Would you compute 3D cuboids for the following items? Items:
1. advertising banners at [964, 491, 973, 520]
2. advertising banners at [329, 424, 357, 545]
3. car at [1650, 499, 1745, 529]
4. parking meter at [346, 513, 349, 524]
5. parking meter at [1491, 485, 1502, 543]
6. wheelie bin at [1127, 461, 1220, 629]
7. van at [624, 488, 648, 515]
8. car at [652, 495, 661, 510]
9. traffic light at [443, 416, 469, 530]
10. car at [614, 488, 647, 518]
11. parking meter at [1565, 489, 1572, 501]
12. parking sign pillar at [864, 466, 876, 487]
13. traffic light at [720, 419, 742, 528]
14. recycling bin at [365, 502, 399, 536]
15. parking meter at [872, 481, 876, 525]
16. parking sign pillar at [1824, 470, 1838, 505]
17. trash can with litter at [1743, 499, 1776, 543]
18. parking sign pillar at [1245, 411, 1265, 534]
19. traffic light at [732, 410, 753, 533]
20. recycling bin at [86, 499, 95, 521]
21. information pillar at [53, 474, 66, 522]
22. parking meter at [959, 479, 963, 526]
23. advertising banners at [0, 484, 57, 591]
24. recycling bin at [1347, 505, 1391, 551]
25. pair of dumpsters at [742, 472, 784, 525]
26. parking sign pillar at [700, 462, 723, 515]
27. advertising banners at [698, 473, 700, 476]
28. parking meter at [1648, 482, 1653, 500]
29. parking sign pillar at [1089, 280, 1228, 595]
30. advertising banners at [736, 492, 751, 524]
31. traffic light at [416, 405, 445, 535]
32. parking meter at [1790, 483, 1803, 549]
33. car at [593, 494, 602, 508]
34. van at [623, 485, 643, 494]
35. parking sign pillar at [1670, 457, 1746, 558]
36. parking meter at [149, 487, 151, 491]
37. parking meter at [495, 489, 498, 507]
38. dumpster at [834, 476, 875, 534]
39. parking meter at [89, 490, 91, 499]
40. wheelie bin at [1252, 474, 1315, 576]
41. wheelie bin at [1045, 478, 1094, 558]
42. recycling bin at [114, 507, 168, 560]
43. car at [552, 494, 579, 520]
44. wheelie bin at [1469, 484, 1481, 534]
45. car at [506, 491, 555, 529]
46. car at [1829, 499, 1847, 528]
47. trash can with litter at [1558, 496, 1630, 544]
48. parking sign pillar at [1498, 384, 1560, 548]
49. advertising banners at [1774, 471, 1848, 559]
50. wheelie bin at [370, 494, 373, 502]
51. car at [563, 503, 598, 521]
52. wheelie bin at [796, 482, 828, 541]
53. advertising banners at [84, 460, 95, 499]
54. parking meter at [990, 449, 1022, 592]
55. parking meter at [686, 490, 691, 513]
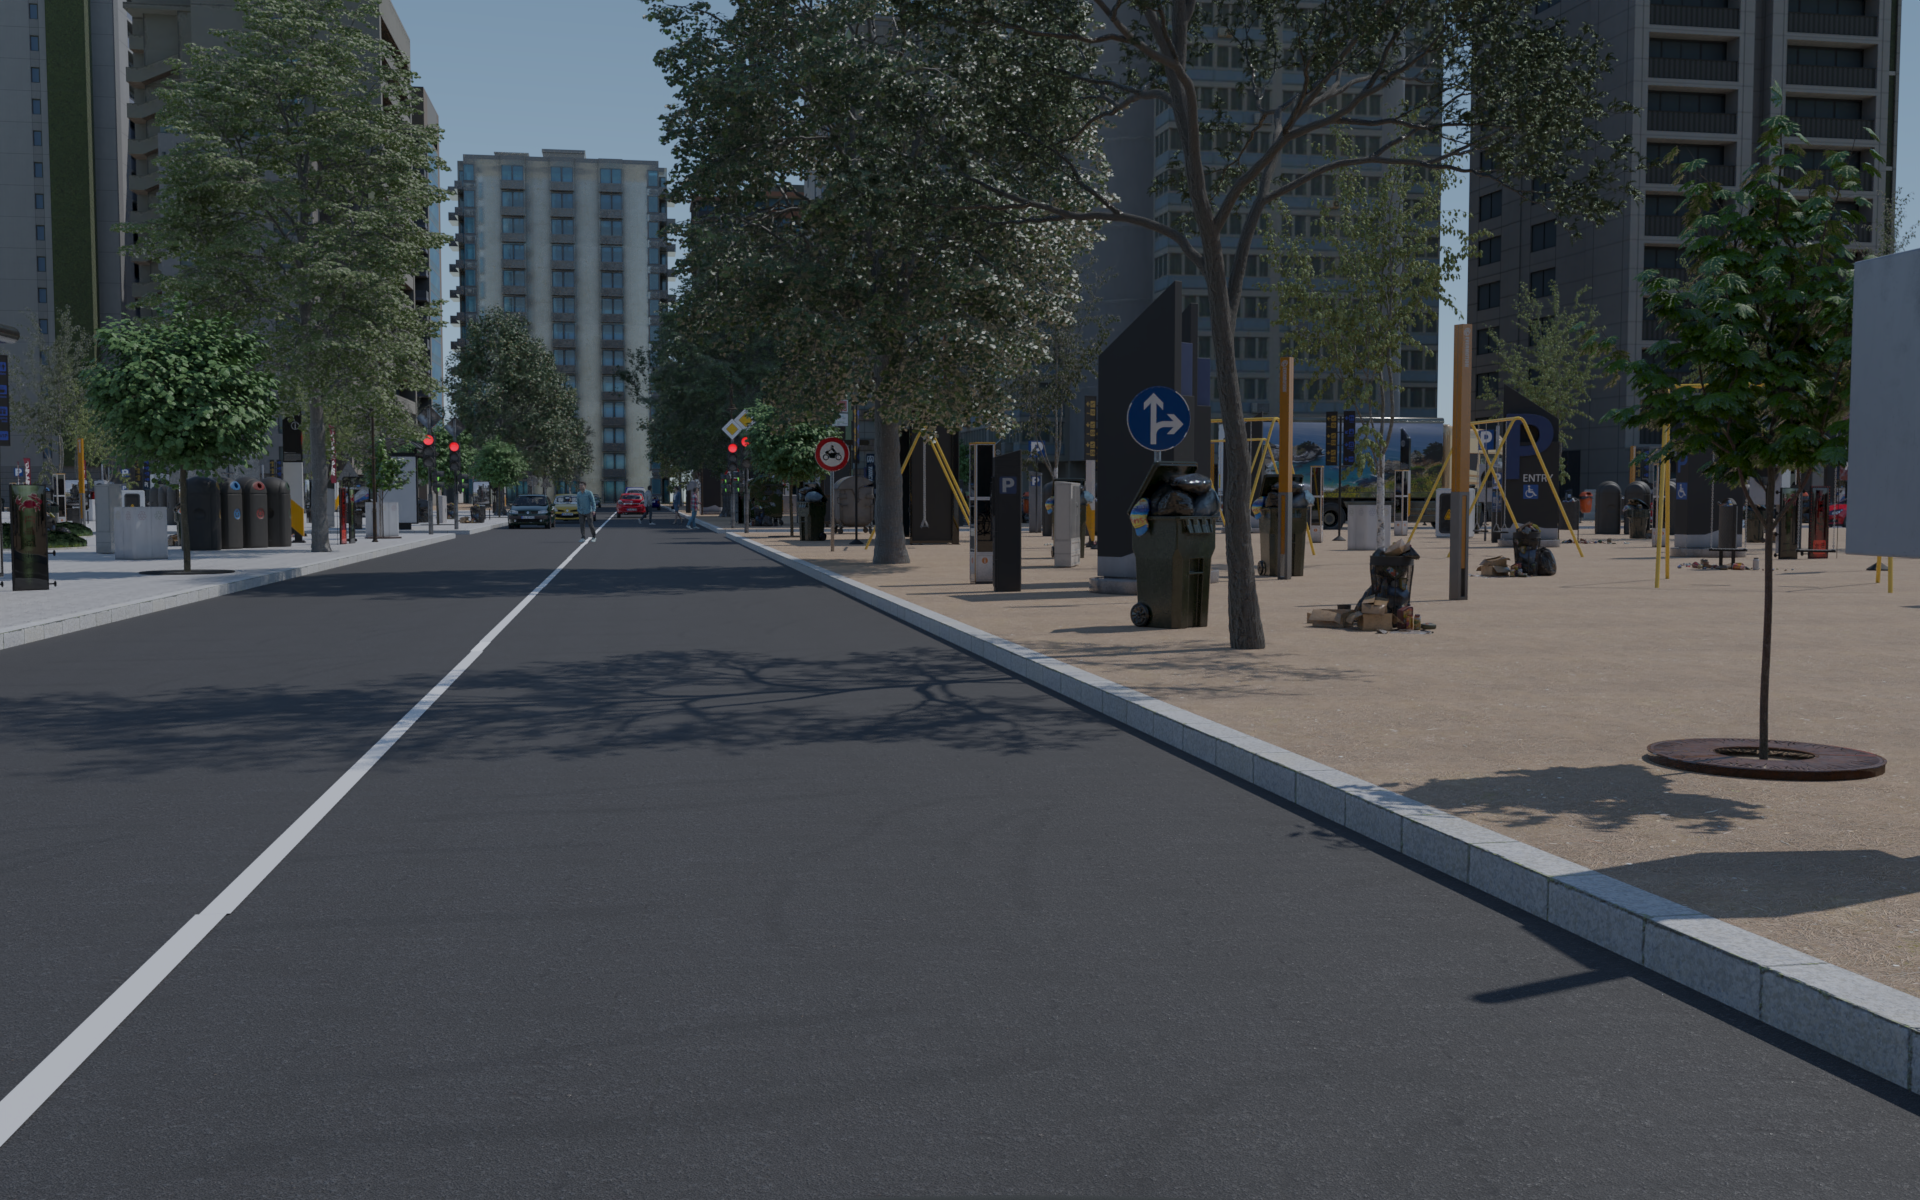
[{"bbox_3d":[-0.244,-5.376,84.084,2.074,3.025,0.090,-2,4,-25],"label":"advertising banners"},{"bbox_3d":[-15.734,-2.932,44.131,0.090,3.025,2.074,0,4,-3],"label":"advertising banners"},{"bbox_3d":[28.697,-3.548,67.045,4.494,1.783,2.155,-1,4,-12],"label":"car"},{"bbox_3d":[-26.736,-4.097,75.402,0.372,1.533,0.369,0,3,0],"label":"parking meter"},{"bbox_3d":[14.180,-2.271,45.537,0.372,1.533,0.369,0,3,0],"label":"parking meter"},{"bbox_3d":[2.097,-0.540,16.744,0.980,1.594,0.693,-3,5,-43],"label":"wheelie bin"},{"bbox_3d":[-22.496,-6.934,120.378,2.013,2.044,4.112,-1,4,-10],"label":"van"},{"bbox_3d":[-27.377,-8.599,153.166,1.945,1.354,3.894,-1,4,-11],"label":"car"},{"bbox_3d":[-18.228,-4.509,62.641,0.839,4.253,0.868,-1,4,-11],"label":"traffic light"},{"bbox_3d":[-19.962,-5.887,105.284,2.155,1.783,4.494,-1,4,-11],"label":"car"},{"bbox_3d":[30.862,-4.861,87.882,0.372,1.533,0.369,0,3,0],"label":"parking meter"},{"bbox_3d":[-6.361,-8.256,123.464,1.447,3.967,1.447,-2,4,-30],"label":"parking sign pillar"},{"bbox_3d":[-8.490,-4.621,64.481,0.839,4.253,0.868,-1,4,-11],"label":"traffic light"},{"bbox_3d":[-17.577,-2.454,52.670,0.722,1.027,0.722,3,4,38],"label":"recycling bin"},{"bbox_3d":[-3.468,-4.069,72.232,0.399,1.863,0.255,1,4,15],"label":"parking meter"},{"bbox_3d":[40.908,-5.684,81.400,1.447,3.967,1.447,1,4,20],"label":"parking sign pillar"},{"bbox_3d":[21.138,-2.091,45.567,1.055,1.170,0.624,0,4,3],"label":"trash can with litter"},{"bbox_3d":[9.305,-4.178,56.788,1.447,3.967,1.447,2,4,24],"label":"parking sign pillar"},{"bbox_3d":[-7.015,-4.141,56.632,0.839,4.253,0.868,-1,4,-11],"label":"traffic light"},{"bbox_3d":[-41.036,-4.228,81.686,0.722,1.027,0.722,0,4,8],"label":"recycling bin"},{"bbox_3d":[-32.539,-3.553,62.585,0.304,2.012,0.304,3,4,36],"label":"information pillar"},{"bbox_3d":[-0.080,-3.883,69.192,0.255,1.863,0.399,3,5,41],"label":"parking meter"},{"bbox_3d":[-12.825,-1.603,22.389,0.090,3.025,2.074,3,5,41],"label":"advertising banners"},{"bbox_3d":[9.368,-1.658,39.663,0.722,1.027,0.722,-1,4,-23],"label":"recycling bin"},{"bbox_3d":[-8.193,-4.281,72.490,1.574,2.255,4.437,-1,4,-11],"label":"pair of dumpsters"},{"bbox_3d":[-15.483,-7.308,107.965,1.447,3.967,1.447,1,4,9],"label":"parking sign pillar"},{"bbox_3d":[-20.054,-8.740,139.079,2.074,3.025,0.090,-1,4,-19],"label":"advertising banners"},{"bbox_3d":[34.130,-4.875,85.410,0.399,1.863,0.255,1,4,21],"label":"parking meter"},{"bbox_3d":[2.412,-2.084,22.552,1.447,3.967,1.447,-3,5,-43],"label":"parking sign pillar"},{"bbox_3d":[-8.761,-4.828,75.119,2.074,3.025,0.090,-2,4,-32],"label":"advertising banners"},{"bbox_3d":[-16.753,-4.029,54.792,0.839,4.253,0.868,-1,4,-11],"label":"traffic light"},{"bbox_3d":[19.430,-1.956,40.386,0.372,1.533,0.369,0,3,0],"label":"parking meter"},{"bbox_3d":[-39.035,-10.517,183.755,2.131,1.459,4.920,-1,4,-10],"label":"car"},{"bbox_3d":[-29.760,-9.433,158.608,2.240,2.365,5.245,-1,4,-10],"label":"van"},{"bbox_3d":[15.332,-2.870,35.393,1.447,3.967,1.447,-1,4,-13],"label":"parking sign pillar"},{"bbox_3d":[-59.251,-7.420,127.027,0.255,1.863,0.399,1,4,15],"label":"parking meter"},{"bbox_3d":[-35.494,-7.795,133.159,0.399,1.863,0.255,-2,4,-28],"label":"parking meter"},{"bbox_3d":[-3.452,-3.083,56.172,1.264,1.857,1.865,-1,4,-11],"label":"dumpster"},{"bbox_3d":[-48.417,-5.386,96.466,0.372,1.533,0.369,0,3,0],"label":"parking meter"},{"bbox_3d":[5.089,-1.176,27.128,0.980,1.594,0.693,-1,4,-9],"label":"wheelie bin"},{"bbox_3d":[2.220,-1.643,34.775,0.980,1.594,0.693,0,4,-7],"label":"wheelie bin"},{"bbox_3d":[-16.099,-1.314,34.043,0.722,1.027,0.722,2,4,33],"label":"recycling bin"},{"bbox_3d":[-19.488,-4.635,86.006,2.015,1.641,3.980,-1,4,-12],"label":"car"},{"bbox_3d":[16.434,-2.933,55.856,0.980,1.594,0.693,-3,5,-40],"label":"wheelie bin"},{"bbox_3d":[-17.968,-3.847,72.683,2.009,1.686,4.222,-1,4,-9],"label":"car"},{"bbox_3d":[35.839,-3.628,68.364,4.494,1.783,2.155,-1,4,-9],"label":"car"},{"bbox_3d":[16.155,-2.071,44.911,2.233,1.210,1.678,2,4,33],"label":"trash can with litter"},{"bbox_3d":[13.838,-3.275,42.018,1.447,3.967,1.447,1,4,14],"label":"parking sign pillar"},{"bbox_3d":[16.993,-2.329,34.265,2.074,3.025,0.090,-1,4,-19],"label":"advertising banners"},{"bbox_3d":[-24.716,-3.995,73.219,0.980,1.594,0.693,-2,4,-24],"label":"wheelie bin"},{"bbox_3d":[-20.372,-4.904,92.758,1.945,1.354,3.894,-1,4,-12],"label":"car"},{"bbox_3d":[-4.051,-2.414,47.373,0.693,1.594,0.980,-3,4,-38],"label":"wheelie bin"},{"bbox_3d":[-44.214,-5.641,88.418,0.090,3.025,2.074,1,4,14],"label":"advertising banners"},{"bbox_3d":[0.602,-1.045,22.789,0.399,1.863,0.255,0,4,-5],"label":"parking meter"},{"bbox_3d":[-18.287,-6.620,116.648,0.372,1.533,0.369,0,3,0],"label":"parking meter"}]
